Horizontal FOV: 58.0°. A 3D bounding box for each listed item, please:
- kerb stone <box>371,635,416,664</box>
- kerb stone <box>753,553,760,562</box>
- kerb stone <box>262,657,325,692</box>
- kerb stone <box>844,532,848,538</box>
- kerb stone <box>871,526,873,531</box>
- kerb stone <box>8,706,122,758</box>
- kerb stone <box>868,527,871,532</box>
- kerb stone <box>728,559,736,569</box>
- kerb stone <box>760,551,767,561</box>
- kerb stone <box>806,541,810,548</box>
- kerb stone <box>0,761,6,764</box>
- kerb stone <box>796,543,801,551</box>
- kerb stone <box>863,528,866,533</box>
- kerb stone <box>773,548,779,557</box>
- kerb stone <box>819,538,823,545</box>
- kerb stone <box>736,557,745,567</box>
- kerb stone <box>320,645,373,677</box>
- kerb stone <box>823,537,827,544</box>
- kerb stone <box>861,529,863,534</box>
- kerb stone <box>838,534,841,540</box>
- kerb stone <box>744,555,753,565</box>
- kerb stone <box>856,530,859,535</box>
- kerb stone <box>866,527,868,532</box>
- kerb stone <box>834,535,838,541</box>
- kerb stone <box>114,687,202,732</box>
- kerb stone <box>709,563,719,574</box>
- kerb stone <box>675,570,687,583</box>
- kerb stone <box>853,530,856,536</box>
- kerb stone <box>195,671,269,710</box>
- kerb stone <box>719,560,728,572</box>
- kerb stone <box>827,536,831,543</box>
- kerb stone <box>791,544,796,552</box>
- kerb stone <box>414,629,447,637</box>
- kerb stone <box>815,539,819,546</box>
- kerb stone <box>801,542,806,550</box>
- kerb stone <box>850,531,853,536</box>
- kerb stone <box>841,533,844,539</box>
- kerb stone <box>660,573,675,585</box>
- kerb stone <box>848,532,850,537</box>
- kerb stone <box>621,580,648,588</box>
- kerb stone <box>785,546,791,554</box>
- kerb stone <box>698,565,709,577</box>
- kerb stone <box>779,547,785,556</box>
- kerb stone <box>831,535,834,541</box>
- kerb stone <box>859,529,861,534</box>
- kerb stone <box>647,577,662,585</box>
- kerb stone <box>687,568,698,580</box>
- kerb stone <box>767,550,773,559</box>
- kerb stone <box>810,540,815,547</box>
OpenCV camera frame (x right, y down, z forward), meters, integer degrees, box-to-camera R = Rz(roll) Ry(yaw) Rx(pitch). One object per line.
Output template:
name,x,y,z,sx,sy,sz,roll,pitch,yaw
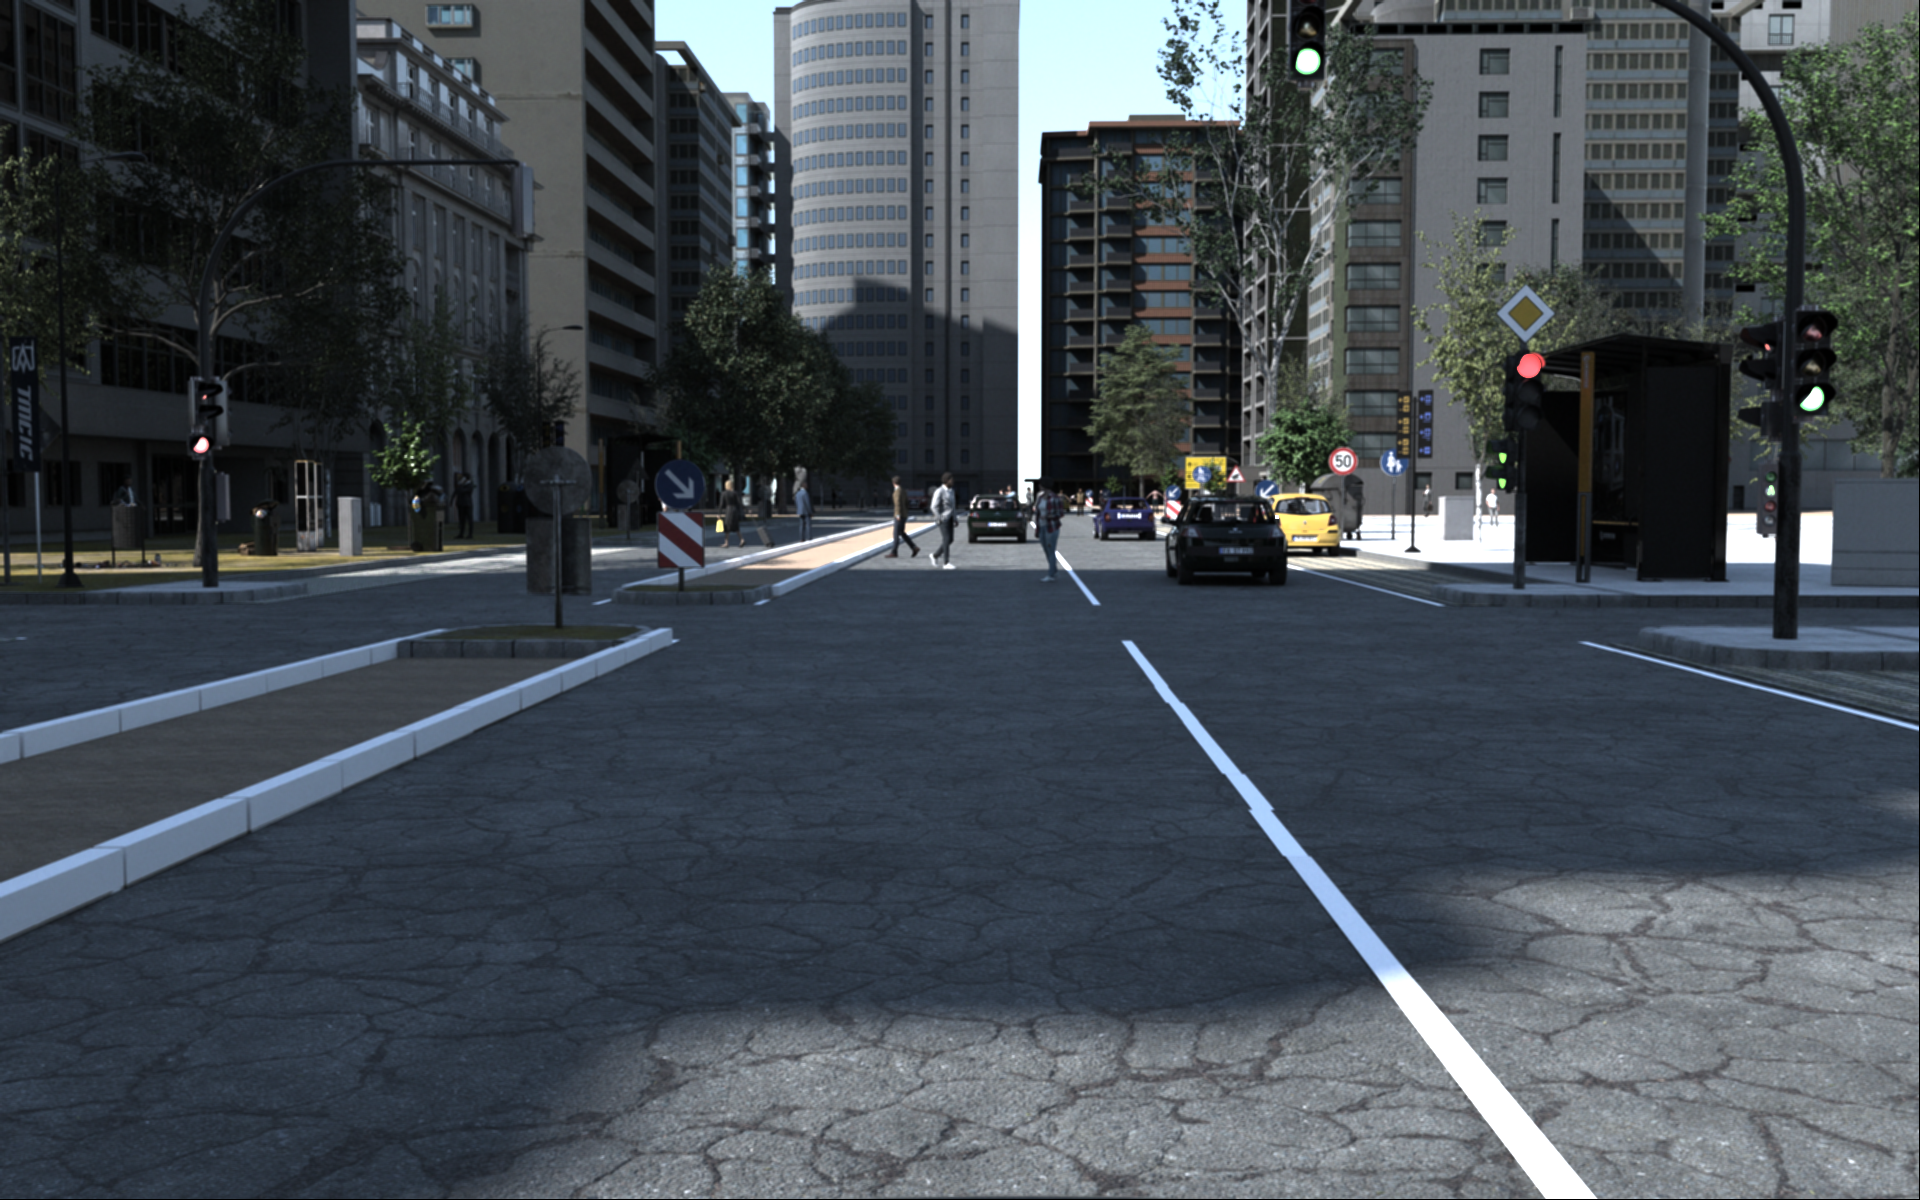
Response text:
kerb stone,-4.955,0.443,14.959,0.120,0.150,1.000,0,4,2
kerb stone,-4.356,-0.848,36.068,0.120,0.150,1.000,0,4,2
kerb stone,-5.011,0.569,12.911,0.120,0.150,1.000,0,4,2
kerb stone,-3.792,-2.037,55.545,0.120,0.150,1.000,0,4,2
kerb stone,-3.519,-2.663,65.801,0.120,0.150,1.000,0,4,2
kerb stone,-5.092,0.756,9.841,0.120,0.150,1.000,0,4,2
kerb stone,-3.539,-2.604,64.769,0.120,0.150,1.000,0,4,2
kerb stone,-4.449,-0.660,32.993,0.120,0.150,1.000,0,4,2
kerb stone,-4.328,-0.911,37.093,0.120,0.150,1.000,0,4,2
kerb stone,-4.096,-1.408,45.294,0.120,0.150,1.000,0,4,2
kerb stone,-5.128,0.823,8.811,0.120,0.150,1.000,0,4,2
kerb stone,-4.158,-1.283,43.250,0.120,0.150,1.000,0,4,2
kerb stone,-3.600,-2.475,62.722,0.120,0.150,1.000,0,4,2
kerb stone,-4.263,-1.036,39.138,0.120,0.150,1.000,0,4,2
kerb stone,-4.006,-1.598,48.387,0.120,0.150,1.000,0,4,2
kerb stone,-4.414,-0.718,34.015,0.120,0.150,1.000,0,4,2
kerb stone,-4.988,0.505,13.938,0.120,0.150,1.000,0,4,2
kerb stone,-3.983,-1.663,49.414,0.120,0.150,1.000,0,4,2
kerb stone,-3.629,-2.414,61.688,0.120,0.150,1.000,0,4,2
kerb stone,-3.861,-1.915,53.502,0.120,0.150,1.000,0,4,2
kerb stone,-4.378,-0.786,35.039,0.120,0.150,1.000,0,4,2
kerb stone,-3.684,-2.282,59.636,0.120,0.150,1.000,0,4,2
kerb stone,-3.574,-2.541,63.747,0.120,0.150,1.000,0,4,2
kerb stone,-3.893,-1.852,52.480,0.120,0.150,1.000,0,4,2
kerb stone,-5.063,0.693,10.862,0.120,0.150,1.000,0,4,2
kerb stone,-4.494,-0.535,30.949,0.120,0.150,1.000,0,4,2
kerb stone,-4.586,-0.346,27.867,0.120,0.150,1.000,0,4,2
kerb stone,-3.716,-2.227,58.614,0.120,0.150,1.000,0,4,2
kerb stone,-5.032,0.631,11.884,0.120,0.150,1.000,0,4,2
kerb stone,-4.472,-0.598,31.971,0.120,0.150,1.000,0,4,2
kerb stone,-3.947,-1.727,50.436,0.120,0.150,1.000,0,4,2
kerb stone,-4.179,-1.225,42.228,0.120,0.150,1.000,0,4,2
kerb stone,-4.916,0.383,15.981,0.120,0.150,1.000,0,4,2
kerb stone,-4.031,-1.538,47.356,0.120,0.150,1.000,0,4,2
kerb stone,-4.125,-1.349,44.272,0.120,0.150,1.000,0,4,2
kerb stone,-3.752,-2.157,57.593,0.120,0.150,1.000,0,4,2
kerb stone,-3.830,-1.977,54.524,0.120,0.150,1.000,0,4,2
kerb stone,-4.608,-0.283,26.838,0.120,0.150,1.000,0,4,2
kerb stone,-3.780,-2.095,56.570,0.120,0.150,1.000,0,4,2
kerb stone,-4.673,-0.159,24.788,0.120,0.150,1.000,0,4,2
kerb stone,-4.212,-1.162,41.202,0.120,0.150,1.000,0,4,2
kerb stone,-4.534,-0.469,29.920,0.120,0.150,1.000,0,4,2
kerb stone,-4.234,-1.100,40.180,0.120,0.150,1.000,0,4,2
kerb stone,-3.930,-1.785,51.459,0.120,0.150,1.000,0,4,2
kerb stone,-3.658,-2.353,60.666,0.120,0.150,1.000,0,4,2
kerb stone,-4.644,-0.221,25.809,0.120,0.150,1.000,0,4,2
kerb stone,-4.557,-0.409,28.889,0.120,0.150,1.000,0,4,2
kerb stone,-4.296,-0.974,38.117,0.120,0.150,1.000,0,4,2
kerb stone,-4.068,-1.476,46.326,0.120,0.150,1.000,0,4,2
